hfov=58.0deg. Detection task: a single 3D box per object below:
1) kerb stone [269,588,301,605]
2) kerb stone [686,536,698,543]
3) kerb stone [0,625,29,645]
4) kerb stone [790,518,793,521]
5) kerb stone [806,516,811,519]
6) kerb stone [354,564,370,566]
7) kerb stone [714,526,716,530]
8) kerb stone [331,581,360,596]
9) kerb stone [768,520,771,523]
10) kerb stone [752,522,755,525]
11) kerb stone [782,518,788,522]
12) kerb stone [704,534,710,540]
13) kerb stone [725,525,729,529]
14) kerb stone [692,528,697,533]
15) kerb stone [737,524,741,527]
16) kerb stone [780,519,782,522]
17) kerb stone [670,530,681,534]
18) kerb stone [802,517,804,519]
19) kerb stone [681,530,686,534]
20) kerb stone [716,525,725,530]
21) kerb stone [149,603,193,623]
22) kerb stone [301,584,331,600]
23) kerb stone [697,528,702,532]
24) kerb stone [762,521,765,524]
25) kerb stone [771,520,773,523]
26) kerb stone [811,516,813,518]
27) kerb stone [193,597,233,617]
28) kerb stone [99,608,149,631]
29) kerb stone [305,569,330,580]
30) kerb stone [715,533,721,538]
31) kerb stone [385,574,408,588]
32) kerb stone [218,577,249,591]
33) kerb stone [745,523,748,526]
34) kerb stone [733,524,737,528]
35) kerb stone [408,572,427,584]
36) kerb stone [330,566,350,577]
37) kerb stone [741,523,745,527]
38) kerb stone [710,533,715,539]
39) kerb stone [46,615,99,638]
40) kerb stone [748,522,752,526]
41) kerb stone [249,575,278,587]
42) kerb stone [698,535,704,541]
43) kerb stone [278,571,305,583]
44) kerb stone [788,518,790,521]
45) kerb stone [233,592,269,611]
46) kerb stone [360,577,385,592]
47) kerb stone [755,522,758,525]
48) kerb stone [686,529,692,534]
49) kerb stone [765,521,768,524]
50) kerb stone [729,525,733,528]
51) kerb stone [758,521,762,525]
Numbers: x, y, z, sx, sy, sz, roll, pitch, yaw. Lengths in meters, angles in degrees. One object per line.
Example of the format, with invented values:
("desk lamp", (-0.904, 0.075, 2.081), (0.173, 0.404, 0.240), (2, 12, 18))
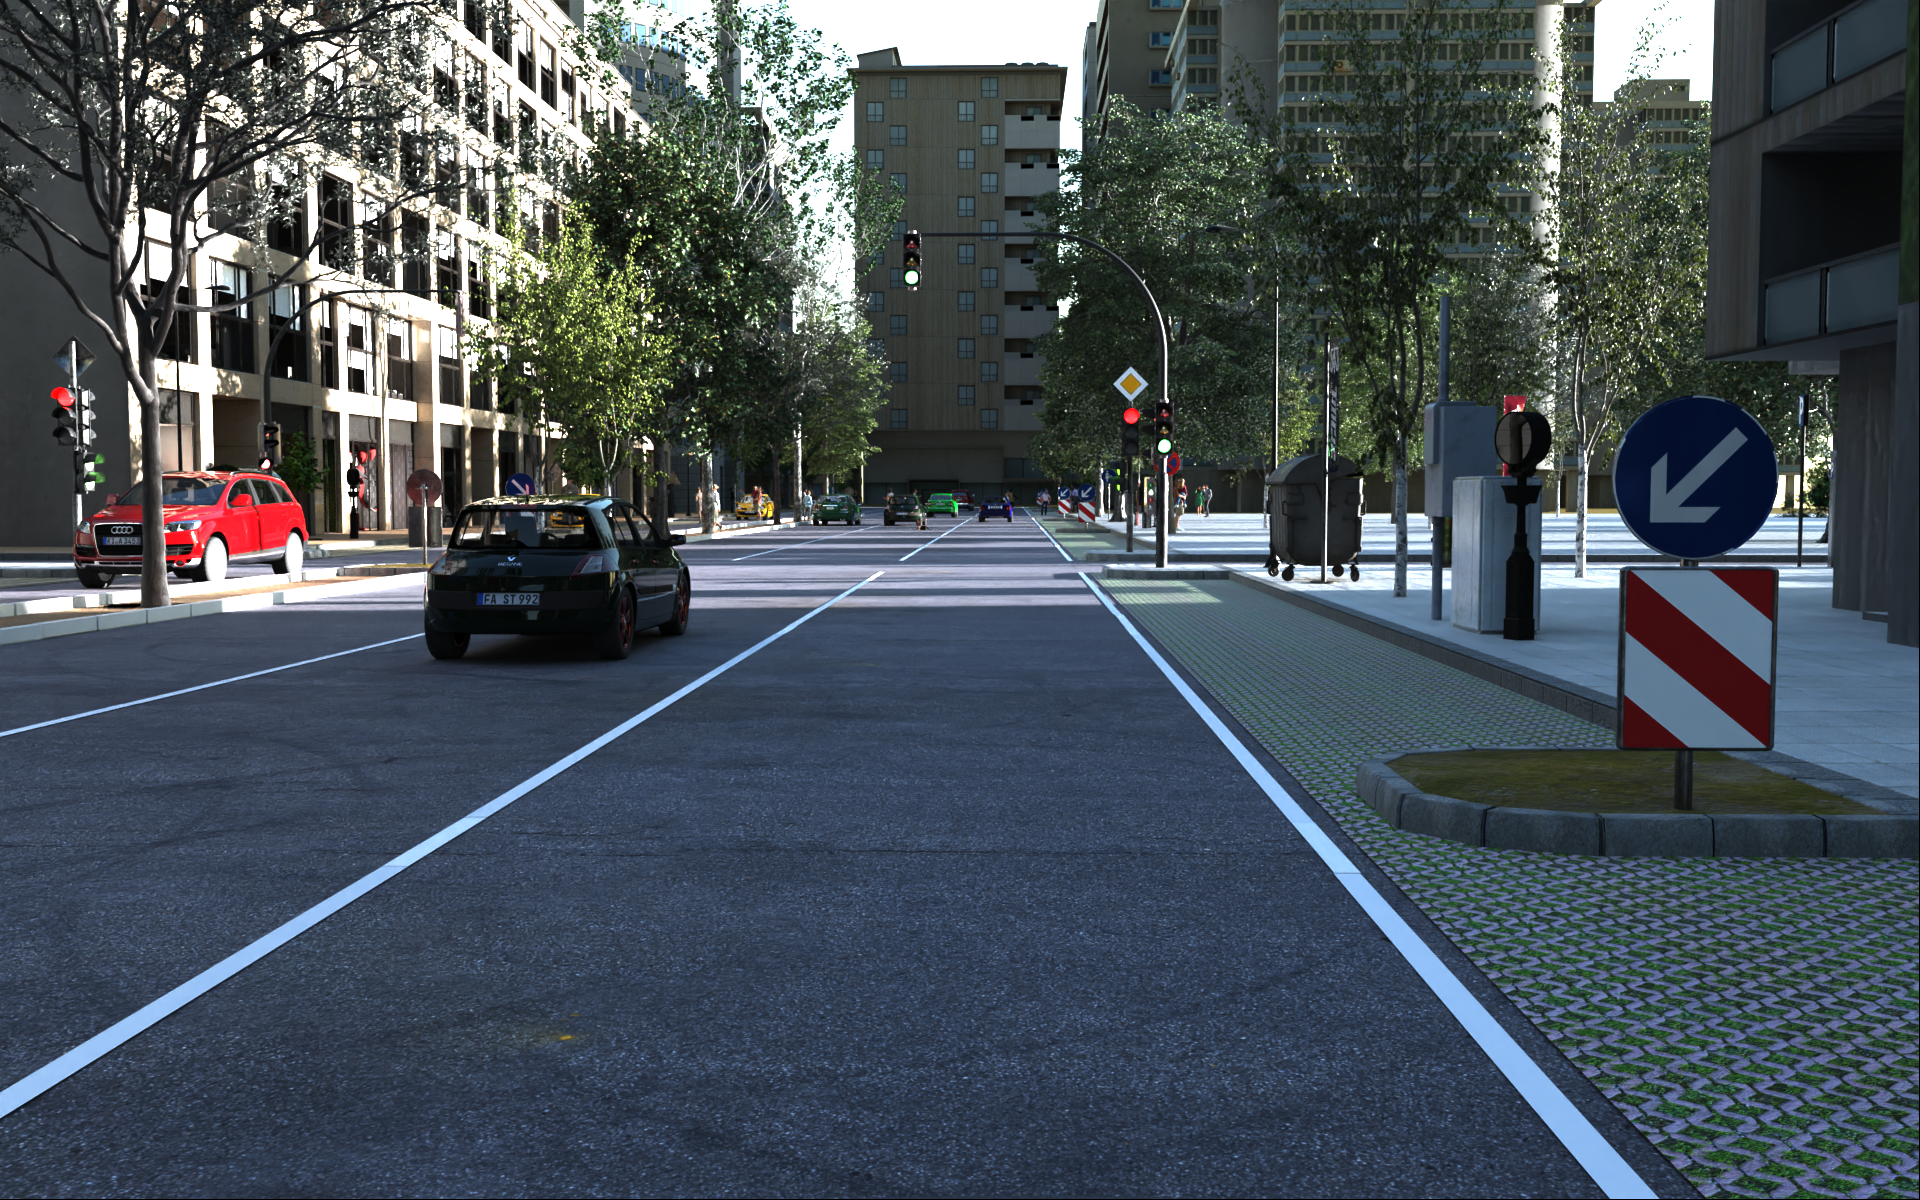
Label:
("kerb stone", (-8.954, -0.034, 22.752), (0.120, 0.150, 1.000), (0, 4, 2))
("kerb stone", (-8.087, -1.820, 51.948), (0.120, 0.150, 1.000), (0, 4, 2))
("kerb stone", (-9.134, 0.345, 16.616), (0.120, 0.150, 1.000), (0, 4, 2))
("kerb stone", (-9.036, -4.205, 90.944), (0.120, 0.150, 1.000), (0, 4, 2))
("kerb stone", (-8.791, -4.704, 99.146), (0.120, 0.150, 1.000), (0, 4, 2))
("kerb stone", (-10.813, -0.542, 31.056), (0.120, 0.150, 1.000), (0, 4, 2))
("kerb stone", (-9.736, -2.764, 67.390), (0.120, 0.150, 1.000), (0, 4, 2))
("kerb stone", (-8.886, -0.160, 24.808), (0.120, 0.150, 1.000), (0, 4, 2))
("kerb stone", (-9.277, -3.699, 82.737), (0.120, 0.150, 1.000), (0, 4, 2))
("kerb stone", (-9.428, -3.384, 77.614), (0.120, 0.150, 1.000), (0, 4, 2))
("kerb stone", (-9.096, -4.076, 88.892), (0.120, 0.150, 1.000), (0, 4, 2))
("kerb stone", (-8.021, -1.945, 53.993), (0.120, 0.150, 1.000), (0, 4, 2))
("kerb stone", (-9.643, -2.951, 70.457), (0.120, 0.150, 1.000), (0, 4, 2))
("kerb stone", (-9.858, -2.513, 63.285), (0.120, 0.150, 1.000), (0, 4, 2))
("kerb stone", (-9.548, -3.133, 73.522), (0.120, 0.150, 1.000), (0, 4, 2))
("kerb stone", (-9.154, -3.953, 86.835), (0.120, 0.150, 1.000), (0, 4, 2))
("kerb stone", (-9.940, -2.325, 60.209), (0.120, 0.150, 1.000), (0, 4, 2))
("kerb stone", (-8.889, -4.515, 96.070), (0.120, 0.150, 1.000), (0, 4, 2))
("kerb stone", (-9.919, -2.388, 61.231), (0.120, 0.150, 1.000), (0, 4, 2))
("kerb stone", (-9.666, -2.889, 69.433), (0.120, 0.150, 1.000), (0, 4, 2))
("kerb stone", (-9.042, 0.153, 19.686), (0.120, 0.150, 1.000), (0, 4, 2))
("kerb stone", (-8.927, -0.097, 23.775), (0.120, 0.150, 1.000), (0, 4, 2))
("kerb stone", (-9.820, -2.577, 64.324), (0.120, 0.150, 1.000), (0, 4, 2))
("kerb stone", (-9.336, -3.578, 80.690), (0.120, 0.150, 1.000), (0, 4, 2))
("kerb stone", (-9.254, -3.764, 83.766), (0.120, 0.150, 1.000), (0, 4, 2))
("kerb stone", (-8.736, -4.832, 101.200), (0.120, 0.150, 1.000), (0, 4, 2))
("kerb stone", (-9.011, 0.093, 20.709), (0.120, 0.150, 1.000), (0, 4, 2))
("kerb stone", (-9.077, 0.216, 18.658), (0.120, 0.150, 1.000), (0, 4, 2))
("kerb stone", (-10.858, -0.417, 29.006), (0.120, 0.150, 1.000), (0, 4, 2))
("kerb stone", (-7.965, -2.071, 56.049), (0.120, 0.150, 1.000), (0, 4, 2))
("kerb stone", (-8.834, -0.284, 26.853), (0.120, 0.150, 1.000), (0, 4, 2))
("kerb stone", (-10.963, -0.226, 25.930), (0.120, 0.150, 1.000), (0, 4, 2))
("kerb stone", (-9.487, -3.262, 75.570), (0.120, 0.150, 1.000), (0, 4, 2))
("kerb stone", (-9.585, -3.072, 72.501), (0.120, 0.150, 1.000), (0, 4, 2))
("kerb stone", (-8.807, -0.347, 27.875), (0.120, 0.150, 1.000), (0, 4, 2))
("kerb stone", (-10.841, -0.473, 30.034), (0.120, 0.150, 1.000), (0, 4, 2))
("kerb stone", (-9.519, -3.202, 74.548), (0.120, 0.150, 1.000), (0, 4, 2))
("kerb stone", (-7.997, -2.008, 55.023), (0.120, 0.150, 1.000), (0, 4, 2))
("kerb stone", (-9.115, 0.279, 17.637), (0.120, 0.150, 1.000), (0, 4, 2))
("kerb stone", (-9.458, -3.327, 76.592), (0.120, 0.150, 1.000), (0, 4, 2))
("kerb stone", (-10.925, -0.289, 26.964), (0.120, 0.150, 1.000), (0, 4, 2))
("kerb stone", (-8.059, -1.878, 52.971), (0.120, 0.150, 1.000), (0, 4, 2))
("kerb stone", (-10.894, -0.345, 27.986), (0.120, 0.150, 1.000), (0, 4, 2))
("kerb stone", (-9.070, -4.142, 89.917), (0.120, 0.150, 1.000), (0, 4, 2))
("kerb stone", (-8.981, 0.028, 21.730), (0.120, 0.150, 1.000), (0, 4, 2))
("kerb stone", (-8.855, -0.218, 25.831), (0.120, 0.150, 1.000), (0, 4, 2))
("kerb stone", (-9.400, -3.451, 78.645), (0.120, 0.150, 1.000), (0, 4, 2))
("kerb stone", (-9.884, -2.447, 62.263), (0.120, 0.150, 1.000), (0, 4, 2))
("kerb stone", (-9.306, -3.639, 81.712), (0.120, 0.150, 1.000), (0, 4, 2))
("kerb stone", (-9.611, -3.010, 71.479), (0.120, 0.150, 1.000), (0, 4, 2))
("kerb stone", (-9.366, -3.515, 79.668), (0.120, 0.150, 1.000), (0, 4, 2))
